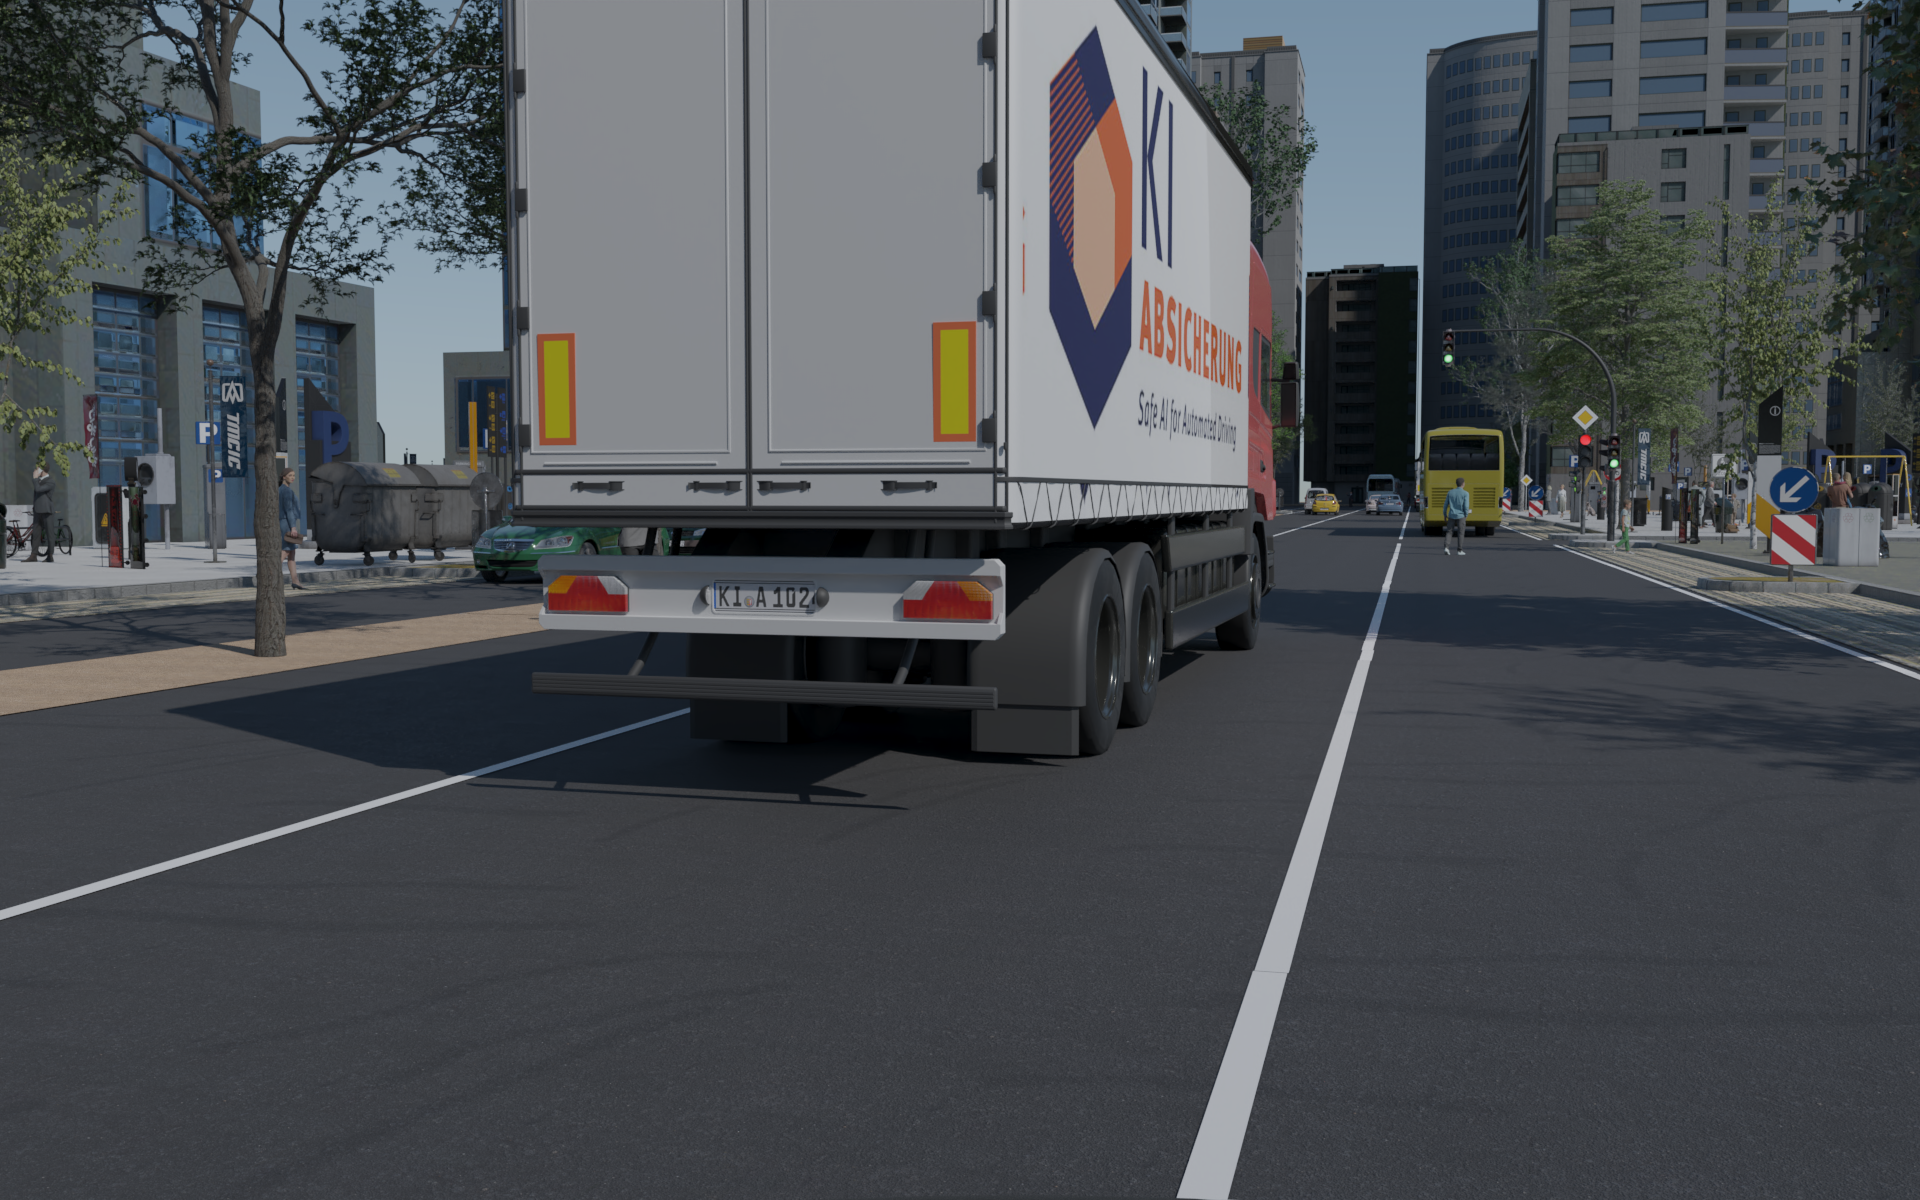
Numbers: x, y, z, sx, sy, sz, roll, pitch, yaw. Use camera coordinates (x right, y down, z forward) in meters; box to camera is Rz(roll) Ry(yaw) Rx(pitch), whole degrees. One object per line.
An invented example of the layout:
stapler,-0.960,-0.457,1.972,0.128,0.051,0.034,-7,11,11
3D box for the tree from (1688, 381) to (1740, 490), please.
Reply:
tree,45.578,-9.558,106.630,4.360,8.622,3.978,0,3,0

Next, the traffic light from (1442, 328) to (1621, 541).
traffic light,15.629,-4.448,47.398,4.771,5.953,1.251,1,4,15

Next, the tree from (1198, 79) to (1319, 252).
tree,8.707,-13.269,75.291,12.611,20.169,13.585,0,3,0

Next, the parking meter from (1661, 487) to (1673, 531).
parking meter,24.620,-3.173,60.287,0.372,1.533,0.369,0,3,0

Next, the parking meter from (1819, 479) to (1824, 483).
parking meter,34.266,-3.873,69.040,0.255,1.863,0.399,3,4,36

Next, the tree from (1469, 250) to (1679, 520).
tree,30.312,-10.685,85.076,12.009,13.543,11.850,0,3,0

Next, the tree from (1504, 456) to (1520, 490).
tree,45.458,-9.867,145.031,4.285,4.588,4.351,0,3,0

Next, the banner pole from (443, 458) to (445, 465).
banner pole,-31.149,-7.084,105.833,0.863,3.779,0.401,-1,4,-8

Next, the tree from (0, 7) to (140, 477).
tree,-13.595,-4.475,23.522,4.737,8.622,4.395,0,3,0

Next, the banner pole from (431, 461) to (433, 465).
banner pole,-39.471,-8.518,129.281,0.401,3.779,0.863,-3,5,-41

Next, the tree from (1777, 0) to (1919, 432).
tree,11.856,-5.951,14.309,9.611,12.733,9.660,0,3,0

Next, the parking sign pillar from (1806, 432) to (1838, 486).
parking sign pillar,37.348,-5.295,75.038,1.447,3.967,1.447,-1,4,-15

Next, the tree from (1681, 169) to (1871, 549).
tree,18.794,-5.508,40.418,4.737,8.622,4.395,0,3,0

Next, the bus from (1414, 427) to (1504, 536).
bus,17.962,-4.344,62.573,2.896,3.916,12.252,1,4,14

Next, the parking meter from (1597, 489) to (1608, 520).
parking meter,31.789,-4.739,85.887,0.372,1.533,0.369,0,3,0

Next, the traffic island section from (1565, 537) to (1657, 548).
traffic island section,17.711,-1.519,47.112,2.009,0.180,2.903,1,4,15

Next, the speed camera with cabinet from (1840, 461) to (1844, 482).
speed camera with cabinet,53.508,-6.728,104.341,2.038,3.252,0.660,-1,4,-21

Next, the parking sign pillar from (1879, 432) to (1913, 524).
parking sign pillar,40.129,-5.248,74.276,1.447,3.967,1.447,-1,4,-23

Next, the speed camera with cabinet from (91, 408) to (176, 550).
speed camera with cabinet,-19.164,-2.799,40.104,2.038,3.252,0.660,1,4,22

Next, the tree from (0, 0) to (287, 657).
tree,-5.952,-4.793,15.239,8.767,10.594,7.601,1,4,15

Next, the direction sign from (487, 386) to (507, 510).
direction sign,-9.809,-2.736,36.731,0.379,3.537,0.876,1,4,9

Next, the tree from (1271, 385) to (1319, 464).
tree,18.437,-10.543,109.254,8.767,10.594,7.601,1,4,15

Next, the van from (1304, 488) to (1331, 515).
van,25.387,-7.081,122.787,2.013,2.044,4.112,1,4,16

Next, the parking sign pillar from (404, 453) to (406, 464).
parking sign pillar,-36.586,-7.671,113.900,1.447,3.967,1.447,-1,4,-20

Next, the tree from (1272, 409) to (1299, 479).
tree,21.629,-10.241,120.255,4.360,8.622,3.978,0,3,0

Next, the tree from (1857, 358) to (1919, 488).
tree,50.027,-8.711,92.790,4.360,8.622,3.978,0,3,0

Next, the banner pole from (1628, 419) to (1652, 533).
banner pole,22.704,-4.152,57.897,0.863,3.779,0.401,-1,4,-12

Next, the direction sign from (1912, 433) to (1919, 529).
direction sign,35.673,-4.410,64.100,0.379,3.537,0.876,-3,4,-37

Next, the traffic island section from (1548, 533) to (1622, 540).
traffic island section,19.736,-1.991,54.837,2.009,0.180,2.903,1,4,15

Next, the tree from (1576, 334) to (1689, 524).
tree,28.211,-7.531,73.502,4.360,8.622,3.978,0,3,0

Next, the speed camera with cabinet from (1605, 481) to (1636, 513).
speed camera with cabinet,44.649,-7.502,116.996,2.038,3.252,0.660,-1,4,-18

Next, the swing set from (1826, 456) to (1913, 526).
swing set,37.211,-4.485,70.953,3.119,2.851,2.862,1,4,14

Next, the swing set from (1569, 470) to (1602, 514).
swing set,41.555,-7.097,113.659,2.862,2.851,3.119,1,4,22

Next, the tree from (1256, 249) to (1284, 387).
tree,6.644,-9.199,63.229,12.009,13.543,11.850,0,3,0

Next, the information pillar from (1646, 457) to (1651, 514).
information pillar,43.299,-7.190,108.908,0.183,3.616,0.504,0,4,2

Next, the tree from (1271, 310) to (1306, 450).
tree,15.254,-10.257,95.917,9.928,11.665,9.643,0,3,0

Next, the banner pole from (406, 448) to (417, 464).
banner pole,-29.862,-6.373,94.208,0.401,3.779,0.863,2,4,35

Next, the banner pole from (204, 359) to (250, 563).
banner pole,-13.687,-2.585,32.277,0.863,3.779,0.401,0,4,-8

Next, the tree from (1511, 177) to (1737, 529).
tree,24.132,-8.862,63.023,7.486,12.596,7.792,0,3,0

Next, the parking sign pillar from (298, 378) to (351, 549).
parking sign pillar,-14.911,-3.207,40.907,1.447,3.967,1.447,1,4,12

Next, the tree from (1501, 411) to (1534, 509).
tree,47.442,-12.149,149.005,4.737,8.622,4.395,0,3,0

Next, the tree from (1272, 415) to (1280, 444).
tree,17.065,-9.198,103.204,4.737,8.622,4.395,0,3,0

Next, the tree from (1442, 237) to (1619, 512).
tree,41.623,-16.507,125.782,12.611,20.169,13.585,0,3,0

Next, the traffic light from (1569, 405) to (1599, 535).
traffic light,19.700,-4.025,54.733,0.839,4.253,0.868,1,4,15

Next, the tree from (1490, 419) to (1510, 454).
tree,52.190,-13.393,169.345,4.360,8.622,3.978,0,3,0

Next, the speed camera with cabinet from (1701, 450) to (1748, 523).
speed camera with cabinet,34.320,-5.103,77.771,2.038,3.252,0.660,1,4,13
